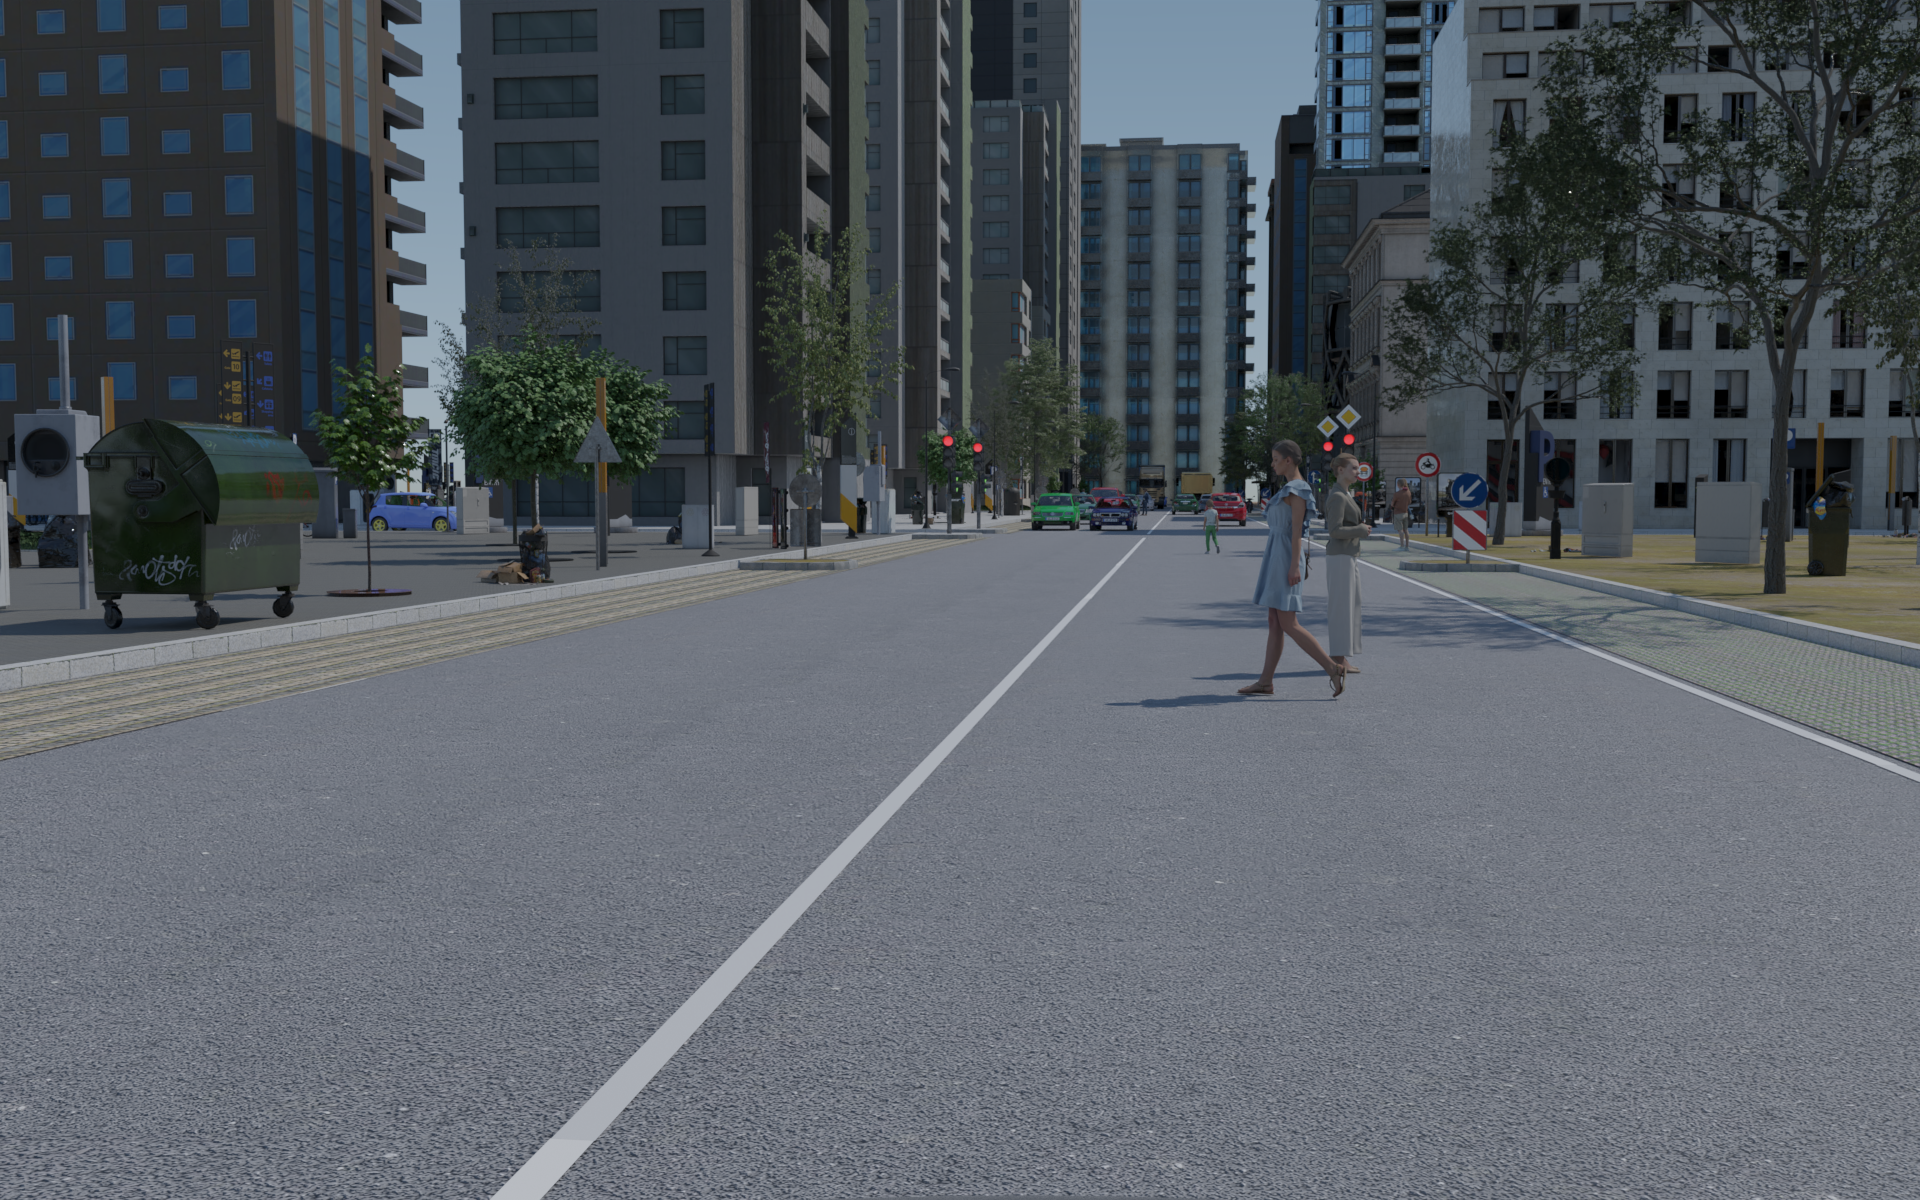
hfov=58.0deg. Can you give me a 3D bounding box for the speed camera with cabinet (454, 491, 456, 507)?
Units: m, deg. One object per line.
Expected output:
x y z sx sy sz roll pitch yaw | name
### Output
-26.080 -6.038 93.060 2.038 3.252 0.660 -2 4 -26 | speed camera with cabinet

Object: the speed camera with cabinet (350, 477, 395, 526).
-24.199 -4.711 71.368 0.660 3.252 2.038 2 4 24 | speed camera with cabinet

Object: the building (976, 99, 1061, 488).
2.603 -30.072 175.263 14.154 41.232 14.086 0 4 7 | building

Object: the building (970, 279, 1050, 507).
-6.831 -18.986 155.459 27.650 21.520 28.899 0 4 7 | building

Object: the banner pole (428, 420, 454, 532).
-17.568 -4.191 58.542 0.863 3.779 0.401 0 4 1 | banner pole

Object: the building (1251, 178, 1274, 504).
53.724 -35.217 230.426 28.867 44.769 22.147 0 4 7 | building

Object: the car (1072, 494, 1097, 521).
5.747 -4.354 82.994 2.131 1.459 4.920 0 4 7 | car

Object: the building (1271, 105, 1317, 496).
43.453 -33.617 199.748 14.600 45.320 14.200 0 4 7 | building

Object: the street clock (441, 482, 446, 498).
-30.368 -5.954 101.921 0.358 2.002 0.471 -1 4 -22 | street clock

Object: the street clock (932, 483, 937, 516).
-1.502 -6.034 103.230 0.358 2.002 0.471 0 4 -2 | street clock

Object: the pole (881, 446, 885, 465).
-3.255 -4.853 73.195 0.158 3.312 0.155 0 3 0 | pole

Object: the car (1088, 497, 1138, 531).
6.111 -3.434 68.721 1.945 1.354 3.894 1 4 9 | car

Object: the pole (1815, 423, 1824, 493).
24.553 -3.403 49.489 0.158 3.312 0.155 0 3 0 | pole

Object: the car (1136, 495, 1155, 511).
15.715 -8.332 148.593 2.083 1.381 4.827 0 4 7 | car

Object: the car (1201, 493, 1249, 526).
11.959 -4.223 78.094 2.155 1.783 4.494 0 4 7 | car

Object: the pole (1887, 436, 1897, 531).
32.543 -4.075 60.471 0.158 3.312 0.155 0 3 0 | pole

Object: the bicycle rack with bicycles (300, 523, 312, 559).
-13.947 -1.241 33.670 2.852 0.926 2.925 1 4 16 | bicycle rack with bicycles

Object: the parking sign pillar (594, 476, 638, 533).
-11.395 -4.206 57.247 1.447 3.967 1.447 1 4 23 | parking sign pillar

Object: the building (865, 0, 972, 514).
-7.004 -26.251 112.802 14.154 41.232 14.086 0 4 7 | building

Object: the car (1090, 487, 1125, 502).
8.063 -5.365 96.395 2.281 1.827 5.304 0 4 8 | car

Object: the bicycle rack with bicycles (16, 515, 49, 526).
-38.393 -3.505 70.694 2.852 0.926 2.925 2 4 28 | bicycle rack with bicycles

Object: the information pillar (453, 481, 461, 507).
-27.335 -5.486 94.193 0.304 2.012 0.304 3 4 37 | information pillar

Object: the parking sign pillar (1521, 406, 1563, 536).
17.796 -3.958 53.183 1.447 3.967 1.447 3 5 42 | parking sign pillar

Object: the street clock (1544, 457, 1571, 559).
11.772 -1.811 34.188 0.471 2.002 0.358 1 4 10 | street clock

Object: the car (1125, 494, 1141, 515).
11.722 -6.735 121.913 2.131 1.459 4.920 0 4 8 | car

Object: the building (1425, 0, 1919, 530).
27.743 -13.038 67.916 16.860 20.320 10.420 0 4 7 | building

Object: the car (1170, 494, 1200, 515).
15.700 -6.669 120.838 2.131 1.459 4.920 0 4 7 | car

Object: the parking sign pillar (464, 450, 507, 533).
-15.837 -4.229 57.621 1.447 3.967 1.447 2 4 32 | parking sign pillar

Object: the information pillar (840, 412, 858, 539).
-3.183 -3.562 49.600 0.504 3.616 0.183 -2 4 -25 | information pillar

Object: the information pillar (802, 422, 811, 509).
-4.931 -3.937 55.723 0.183 3.616 0.504 1 4 21 | information pillar

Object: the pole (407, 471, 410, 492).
-40.526 -8.161 127.268 0.158 3.312 0.155 0 3 0 | pole

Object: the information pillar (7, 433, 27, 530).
-32.880 -4.221 60.375 0.504 3.616 0.183 -2 4 -24 | information pillar

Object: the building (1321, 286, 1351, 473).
34.948 -15.847 126.549 16.820 18.784 16.811 0 4 7 | building

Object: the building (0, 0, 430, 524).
-33.858 -26.146 77.605 14.200 45.320 14.600 0 4 7 | building

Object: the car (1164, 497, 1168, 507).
22.410 -11.339 194.980 1.945 1.707 3.694 1 4 9 | car

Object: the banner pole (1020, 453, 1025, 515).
3.783 -7.120 106.429 0.401 3.779 0.863 1 4 13 | banner pole

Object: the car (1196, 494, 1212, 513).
19.106 -7.384 132.729 2.014 1.417 4.499 0 4 7 | car

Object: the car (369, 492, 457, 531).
-19.615 -3.279 63.196 3.694 1.707 1.945 1 4 8 | car

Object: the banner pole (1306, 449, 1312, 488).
19.371 -6.492 96.156 0.401 3.779 0.863 2 4 33 | banner pole

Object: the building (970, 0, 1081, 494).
3.175 -46.624 200.559 20.611 71.187 20.563 0 4 7 | building

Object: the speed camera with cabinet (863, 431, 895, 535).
-2.575 -3.722 55.196 0.660 3.252 2.038 1 4 12 | speed camera with cabinet

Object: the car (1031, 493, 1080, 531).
3.855 -3.709 69.438 1.959 1.807 4.718 0 4 7 | car

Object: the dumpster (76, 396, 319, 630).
-7.517 -0.897 17.156 1.502 2.255 1.985 0 4 7 | dumpster

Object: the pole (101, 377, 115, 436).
-14.856 -2.227 30.262 0.158 3.312 0.155 0 3 0 | pole

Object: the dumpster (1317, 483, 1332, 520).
18.649 -4.978 87.145 1.264 1.857 1.865 0 4 7 | dumpster

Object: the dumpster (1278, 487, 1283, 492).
23.546 -7.278 124.756 1.264 1.857 1.865 0 4 7 | dumpster

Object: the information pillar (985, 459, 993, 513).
1.932 -7.574 115.184 0.504 3.616 0.183 1 4 16 | information pillar

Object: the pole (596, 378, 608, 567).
-6.306 -2.241 30.490 0.158 3.312 0.155 0 3 0 | pole

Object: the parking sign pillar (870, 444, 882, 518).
-4.823 -6.485 94.506 1.447 3.967 1.447 1 4 17 | parking sign pillar

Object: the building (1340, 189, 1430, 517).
28.869 -14.612 103.531 10.561 19.102 19.286 0 4 7 | building

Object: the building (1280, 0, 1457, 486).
44.905 -52.776 175.553 22.319 86.520 31.000 0 4 7 | building

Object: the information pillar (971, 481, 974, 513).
0.810 -7.553 114.845 0.183 3.616 0.504 1 4 10 | information pillar

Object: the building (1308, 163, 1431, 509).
38.240 -23.469 155.422 14.160 30.474 14.107 0 4 7 | building

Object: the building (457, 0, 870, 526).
-12.060 -18.518 74.471 14.160 30.474 14.107 0 4 7 | building

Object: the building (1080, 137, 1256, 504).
24.492 -37.670 235.507 30.456 49.044 23.786 0 4 7 | building

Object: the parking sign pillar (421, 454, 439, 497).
-35.053 -7.734 114.928 1.447 3.967 1.447 1 4 18 | parking sign pillar

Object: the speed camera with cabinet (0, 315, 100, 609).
-10.596 -1.511 19.035 2.038 3.252 0.660 0 3 0 | speed camera with cabinet
